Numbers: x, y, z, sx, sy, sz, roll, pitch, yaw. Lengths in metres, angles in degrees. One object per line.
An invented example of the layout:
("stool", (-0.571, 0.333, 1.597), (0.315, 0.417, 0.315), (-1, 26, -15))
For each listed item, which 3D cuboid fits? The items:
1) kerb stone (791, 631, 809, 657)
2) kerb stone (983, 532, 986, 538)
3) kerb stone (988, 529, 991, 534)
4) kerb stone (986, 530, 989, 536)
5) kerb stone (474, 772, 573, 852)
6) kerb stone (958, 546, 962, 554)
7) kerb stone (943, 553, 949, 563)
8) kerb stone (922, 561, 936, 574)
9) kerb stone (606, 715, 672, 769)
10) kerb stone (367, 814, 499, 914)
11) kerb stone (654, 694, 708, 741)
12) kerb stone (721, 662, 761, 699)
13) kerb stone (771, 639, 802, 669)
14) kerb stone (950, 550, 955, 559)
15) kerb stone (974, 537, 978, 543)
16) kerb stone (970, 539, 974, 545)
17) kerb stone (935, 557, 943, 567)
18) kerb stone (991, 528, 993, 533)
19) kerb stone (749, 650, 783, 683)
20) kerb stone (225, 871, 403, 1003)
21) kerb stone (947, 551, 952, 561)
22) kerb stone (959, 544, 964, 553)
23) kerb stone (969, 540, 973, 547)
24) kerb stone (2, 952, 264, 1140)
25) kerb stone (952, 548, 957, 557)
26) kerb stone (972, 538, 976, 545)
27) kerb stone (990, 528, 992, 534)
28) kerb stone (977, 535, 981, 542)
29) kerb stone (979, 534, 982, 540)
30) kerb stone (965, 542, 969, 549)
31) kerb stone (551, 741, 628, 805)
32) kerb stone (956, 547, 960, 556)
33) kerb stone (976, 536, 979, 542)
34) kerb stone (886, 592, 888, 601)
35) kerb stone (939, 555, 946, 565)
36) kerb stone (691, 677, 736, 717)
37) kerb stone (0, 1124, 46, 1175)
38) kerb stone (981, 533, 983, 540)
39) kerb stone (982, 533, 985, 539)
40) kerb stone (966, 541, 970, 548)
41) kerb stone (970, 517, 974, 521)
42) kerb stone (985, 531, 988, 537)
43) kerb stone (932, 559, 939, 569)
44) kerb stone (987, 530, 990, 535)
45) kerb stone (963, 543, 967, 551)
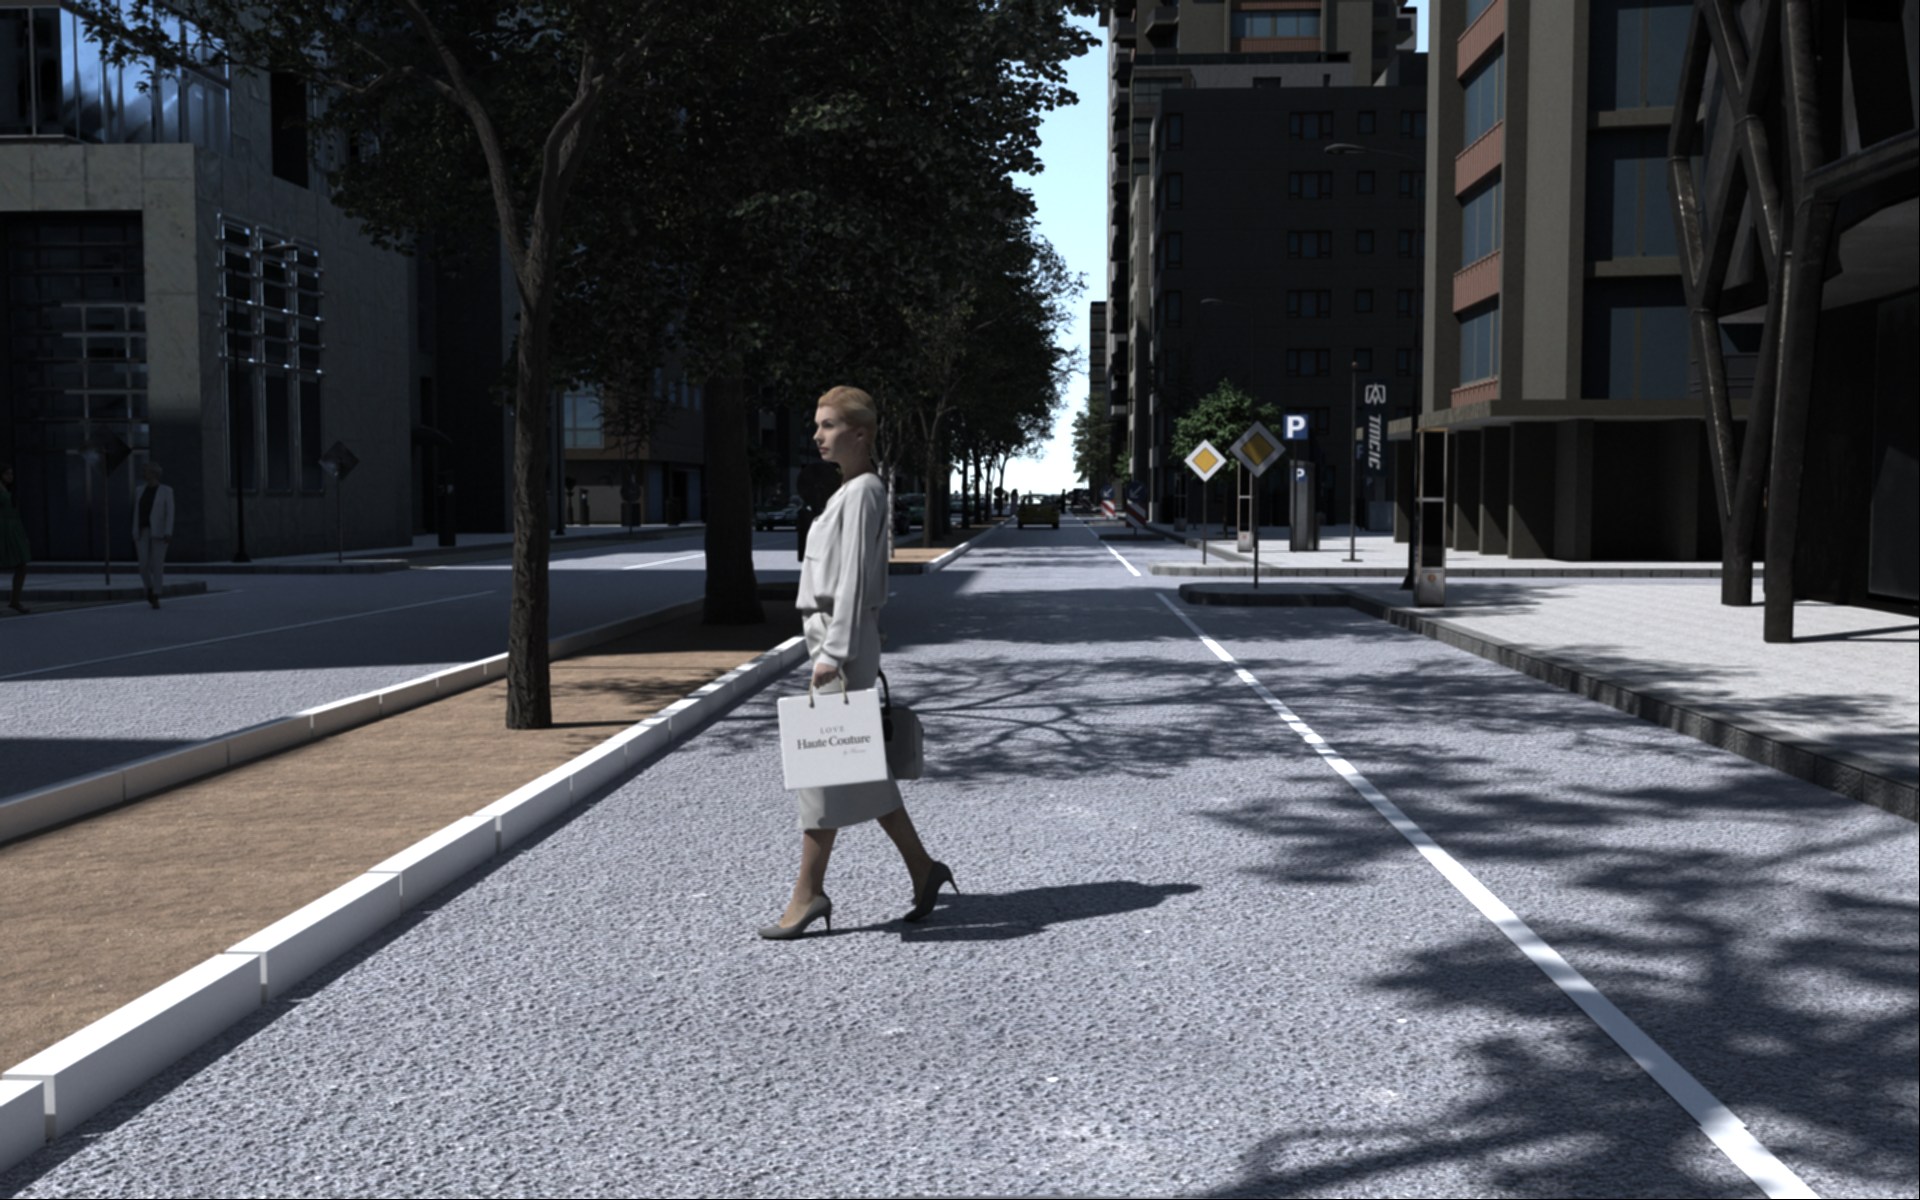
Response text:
("kerb stone", (-1.428, 0.403, 15.605), (0.120, 0.150, 1.000), (0, 4, 3))
("kerb stone", (0.673, -2.008, 55.023), (0.120, 0.150, 1.000), (0, 4, 3))
("kerb stone", (0.898, -2.257, 59.116), (0.120, 0.150, 1.000), (0, 4, 3))
("kerb stone", (0.784, -2.125, 57.064), (0.120, 0.150, 1.000), (0, 4, 3))
("kerb stone", (-1.866, 0.904, 7.420), (0.120, 0.150, 1.000), (0, 4, 3))
("kerb stone", (-0.095, -1.131, 40.684), (0.120, 0.150, 1.000), (0, 4, 3))
("kerb stone", (-0.367, -0.815, 35.566), (0.120, 0.150, 1.000), (0, 4, 3))
("kerb stone", (-0.585, -0.565, 31.479), (0.120, 0.150, 1.000), (0, 4, 3))
("kerb stone", (-1.761, 0.781, 9.467), (0.120, 0.150, 1.000), (0, 4, 3))
("kerb stone", (-1.934, 0.967, 6.399), (0.120, 0.150, 1.000), (0, 4, 3))
("kerb stone", (-1.702, 0.717, 10.492), (0.120, 0.150, 1.000), (0, 4, 3))
("kerb stone", (-1.603, 0.592, 12.538), (0.120, 0.150, 1.000), (0, 4, 3))
("kerb stone", (-1.483, 0.466, 14.585), (0.120, 0.150, 1.000), (0, 4, 3))
("kerb stone", (-0.248, -0.938, 37.607), (0.120, 0.150, 1.000), (0, 4, 3))
("kerb stone", (0.341, -1.632, 48.878), (0.120, 0.150, 1.000), (0, 4, 3))
("kerb stone", (0.231, -1.506, 46.816), (0.120, 0.150, 1.000), (0, 4, 3))
("kerb stone", (-0.478, -0.693, 33.522), (0.120, 0.150, 1.000), (0, 4, 3))
("kerb stone", (0.996, -2.382, 61.170), (0.120, 0.150, 1.000), (0, 4, 3))
("kerb stone", (-1.543, 0.529, 13.562), (0.120, 0.150, 1.000), (0, 4, 3))
("kerb stone", (-1.982, 1.031, 5.371), (0.120, 0.150, 1.000), (0, 4, 3))
("kerb stone", (-0.310, -0.880, 36.586), (0.120, 0.150, 1.000), (0, 4, 3))
("kerb stone", (-0.039, -1.193, 41.708), (0.120, 0.150, 1.000), (0, 4, 3))
("kerb stone", (0.181, -1.443, 45.794), (0.120, 0.150, 1.000), (0, 4, 3))
("kerb stone", (-2.039, 1.095, 4.340), (0.120, 0.150, 1.000), (0, 4, 3))
("kerb stone", (-0.202, -1.002, 38.641), (0.120, 0.150, 1.000), (0, 4, 3))
("kerb stone", (0.295, -1.569, 47.848), (0.120, 0.150, 1.000), (0, 4, 3))
("kerb stone", (0.948, -2.317, 60.150), (0.120, 0.150, 1.000), (0, 4, 3))
("kerb stone", (0.450, -1.758, 50.931), (0.120, 0.150, 1.000), (0, 4, 3))
("kerb stone", (0.510, -1.820, 51.951), (0.120, 0.150, 1.000), (0, 4, 3))
("kerb stone", (0.068, -1.318, 43.749), (0.120, 0.150, 1.000), (0, 4, 3))
("kerb stone", (-1.814, 0.845, 8.446), (0.120, 0.150, 1.000), (0, 4, 3))
("kerb stone", (-0.152, -1.068, 39.662), (0.120, 0.150, 1.000), (0, 4, 3))
("kerb stone", (0.399, -1.695, 49.910), (0.120, 0.150, 1.000), (0, 4, 3))
("kerb stone", (-1.050, -0.030, 22.770), (0.120, 0.150, 1.000), (0, 4, 3))
("kerb stone", (-0.429, -0.755, 34.543), (0.120, 0.150, 1.000), (0, 4, 3))
("kerb stone", (-1.655, 0.656, 11.513), (0.120, 0.150, 1.000), (0, 4, 3))
("kerb stone", (-2.098, 1.161, 3.311), (0.120, 0.150, 1.000), (0, 4, 3))
("kerb stone", (0.561, -1.877, 52.977), (0.120, 0.150, 1.000), (0, 4, 3))
("kerb stone", (0.617, -1.945, 53.997), (0.120, 0.150, 1.000), (0, 4, 3))
("kerb stone", (0.119, -1.381, 44.770), (0.120, 0.150, 1.000), (0, 4, 3))
("kerb stone", (0.709, -4.457, 95.069), (0.120, 0.150, 1.000), (0, 4, 3))
("kerb stone", (0.730, -2.069, 56.043), (0.120, 0.150, 1.000), (0, 4, 3))
("kerb stone", (-0.533, -0.630, 32.499), (0.120, 0.150, 1.000), (0, 4, 3))
("kerb stone", (0.836, -2.195, 58.089), (0.120, 0.150, 1.000), (0, 4, 3))
("kerb stone", (0.021, -1.256, 42.728), (0.120, 0.150, 1.000), (0, 4, 3))
